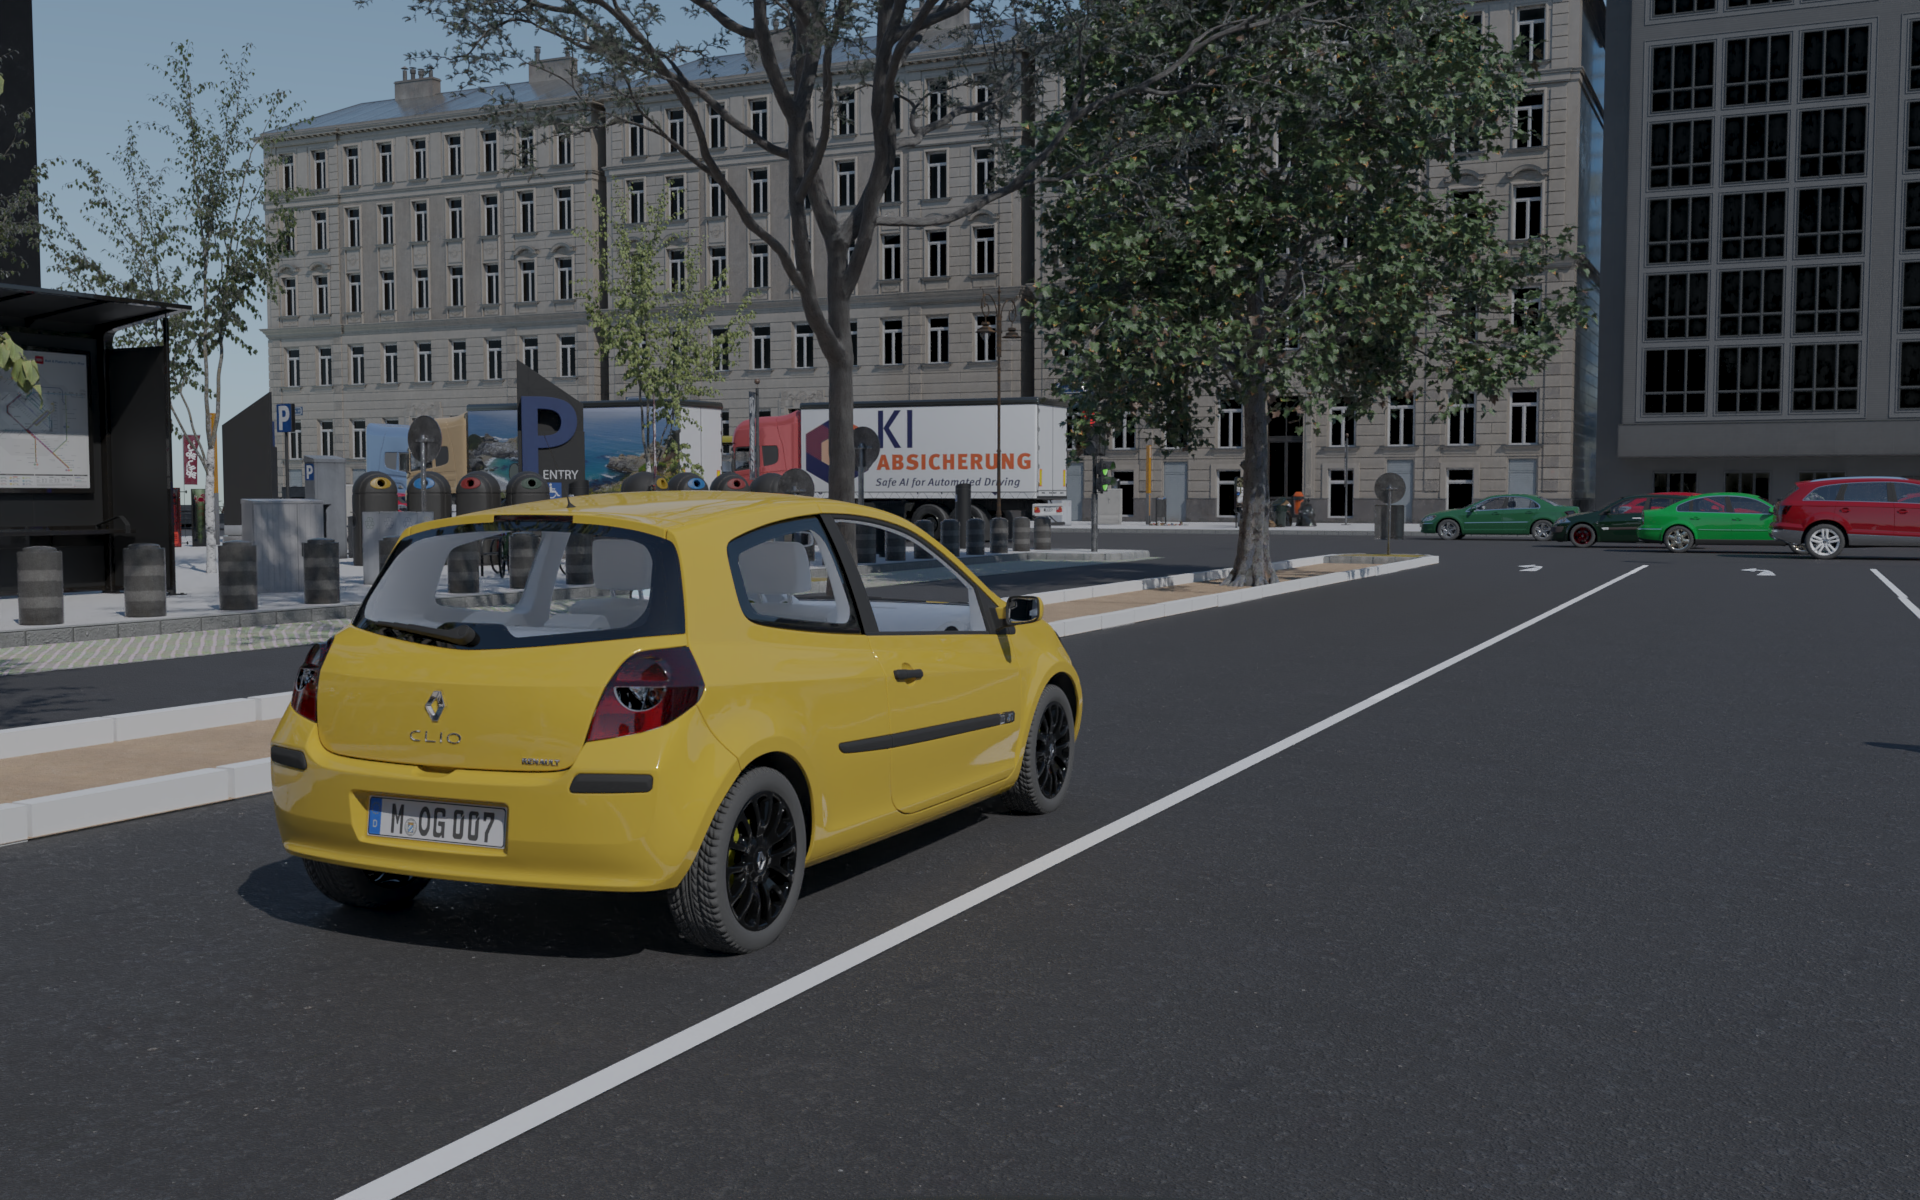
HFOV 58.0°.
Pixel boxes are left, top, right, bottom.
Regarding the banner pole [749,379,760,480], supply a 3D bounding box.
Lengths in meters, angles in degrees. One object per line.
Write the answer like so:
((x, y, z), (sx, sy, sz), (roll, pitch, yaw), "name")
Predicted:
((-4.436, -2.899, 37.413), (0.401, 3.779, 0.863), (1, 4, 10), "banner pole")

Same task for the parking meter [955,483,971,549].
((0.075, -1.967, 40.578), (0.372, 1.533, 0.369), (0, 3, 0), "parking meter")

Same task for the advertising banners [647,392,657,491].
((-5.188, -2.021, 29.233), (0.090, 3.025, 2.074), (0, 4, -7), "advertising banners")

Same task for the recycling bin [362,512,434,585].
((-7.995, -0.741, 24.670), (0.722, 1.027, 0.722), (2, 4, 27), "recycling bin")

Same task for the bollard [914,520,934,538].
((-0.720, -1.206, 34.433), (0.404, 0.777, 0.398), (0, 3, 0), "bollard")

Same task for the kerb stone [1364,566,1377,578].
((6.994, -0.467, 29.914), (0.120, 0.150, 1.000), (2, 4, 26), "kerb stone")

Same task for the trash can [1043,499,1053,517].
((3.806, -3.966, 76.504), (0.748, 1.137, 0.748), (0, 3, 0), "trash can")

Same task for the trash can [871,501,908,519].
((-1.428, -1.445, 35.282), (0.748, 1.137, 0.748), (0, 3, 0), "trash can")

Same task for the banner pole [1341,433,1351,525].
((15.962, -4.994, 71.674), (0.401, 3.779, 0.863), (0, 4, 4), "banner pole")

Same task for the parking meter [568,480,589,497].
((-6.874, -1.398, 31.263), (0.372, 1.533, 0.369), (0, 3, 0), "parking meter")

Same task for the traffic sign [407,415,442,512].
((-8.679, -1.708, 28.034), (0.768, 2.556, 0.104), (2, 4, 29), "traffic sign")

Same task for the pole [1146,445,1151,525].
((7.888, -4.809, 72.472), (0.158, 3.312, 0.155), (0, 3, 0), "pole")

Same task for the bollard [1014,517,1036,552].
((1.375, -1.474, 38.812), (0.404, 0.777, 0.398), (0, 3, 0), "bollard")

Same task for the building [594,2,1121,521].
((-5.595, -18.066, 92.636), (25.104, 27.353, 12.463), (2, 4, 26), "building")

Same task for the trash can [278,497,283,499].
((-34.404, -4.612, 87.063), (0.748, 1.137, 0.748), (0, 3, 0), "trash can")

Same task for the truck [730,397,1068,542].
((-2.355, -3.938, 53.300), (11.283, 4.237, 2.839), (2, 4, 25), "truck")

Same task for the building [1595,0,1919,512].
((39.678, -17.006, 71.558), (24.014, 27.812, 14.314), (2, 4, 26), "building")

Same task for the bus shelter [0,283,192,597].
((-11.665, -1.713, 19.298), (1.731, 3.624, 6.357), (2, 4, 26), "bus shelter")

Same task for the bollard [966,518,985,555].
((0.326, -1.339, 36.616), (0.404, 0.777, 0.398), (0, 3, 0), "bollard")

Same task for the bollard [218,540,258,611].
((-8.012, -0.275, 19.221), (0.404, 0.777, 0.398), (0, 3, 0), "bollard")

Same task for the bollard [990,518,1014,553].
((0.848, -1.406, 37.708), (0.404, 0.777, 0.398), (0, 3, 0), "bollard")

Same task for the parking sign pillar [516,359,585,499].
((-8.188, -2.828, 34.707), (1.447, 3.967, 1.447), (-1, 4, -16), "parking sign pillar")

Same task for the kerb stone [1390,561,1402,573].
((7.888, -0.585, 31.762), (0.120, 0.150, 1.000), (2, 4, 26), "kerb stone")

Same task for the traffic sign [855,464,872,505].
((-2.270, -2.397, 39.291), (0.768, 2.556, 0.104), (2, 4, 32), "traffic sign")

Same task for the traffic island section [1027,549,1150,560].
((2.974, -0.997, 38.577), (2.009, 0.180, 2.903), (2, 4, 26), "traffic island section")

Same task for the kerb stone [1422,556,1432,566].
((9.211, -0.756, 34.554), (0.120, 0.150, 1.000), (2, 4, 26), "kerb stone")

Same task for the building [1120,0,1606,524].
((16.814, -17.374, 81.327), (25.104, 27.353, 12.463), (2, 4, 26), "building")

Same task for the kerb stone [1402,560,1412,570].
((8.329, -0.640, 32.695), (0.120, 0.150, 1.000), (2, 4, 26), "kerb stone")

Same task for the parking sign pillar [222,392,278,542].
((-18.801, -3.511, 45.879), (1.447, 3.967, 1.447), (0, 4, 1), "parking sign pillar")

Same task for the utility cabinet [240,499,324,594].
((-8.857, -0.706, 22.697), (0.306, 1.237, 1.020), (3, 4, 37), "utility cabinet")

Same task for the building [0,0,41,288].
((-27.368, -12.290, 30.620), (15.834, 23.373, 12.332), (2, 4, 26), "building")

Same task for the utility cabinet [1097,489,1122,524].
((6.179, -3.904, 72.509), (1.173, 1.500, 0.318), (1, 4, 16), "utility cabinet")

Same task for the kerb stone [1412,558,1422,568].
((8.773, -0.696, 33.627), (0.120, 0.150, 1.000), (2, 4, 26), "kerb stone")

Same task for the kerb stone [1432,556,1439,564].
((9.655, -0.809, 35.485), (0.120, 0.150, 1.000), (2, 4, 26), "kerb stone")

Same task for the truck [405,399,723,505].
((-12.824, -3.996, 54.246), (11.283, 4.237, 2.839), (2, 4, 25), "truck")

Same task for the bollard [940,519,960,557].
((-0.202, -1.272, 35.517), (0.404, 0.777, 0.398), (0, 3, 0), "bollard")

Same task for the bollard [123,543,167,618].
((-8.537, -0.209, 18.140), (0.404, 0.777, 0.398), (0, 3, 0), "bollard")

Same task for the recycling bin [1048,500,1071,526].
((4.031, -3.520, 70.100), (0.722, 1.027, 0.722), (2, 4, 35), "recycling bin")

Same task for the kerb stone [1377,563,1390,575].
((7.446, -0.527, 30.836), (0.120, 0.150, 1.000), (2, 4, 26), "kerb stone")

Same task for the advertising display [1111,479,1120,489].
((6.641, -4.203, 73.935), (0.123, 1.923, 0.974), (-1, 4, -11), "advertising display")

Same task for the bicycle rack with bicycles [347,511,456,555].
((-11.393, -1.402, 36.302), (2.852, 0.926, 2.925), (-3, 4, -37), "bicycle rack with bicycles")

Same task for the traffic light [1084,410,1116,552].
((3.006, -3.028, 38.426), (0.839, 4.253, 0.868), (2, 4, 26), "traffic light")

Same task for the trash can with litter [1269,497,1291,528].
((12.131, -3.364, 66.383), (1.055, 1.170, 0.624), (-3, 4, -38), "trash can with litter")

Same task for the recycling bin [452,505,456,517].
((-12.451, -1.752, 41.202), (0.722, 1.027, 0.722), (3, 5, 41), "recycling bin")

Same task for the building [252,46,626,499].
((-28.277, -18.738, 103.636), (25.104, 27.353, 12.463), (2, 4, 26), "building")

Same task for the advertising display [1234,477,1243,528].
((10.796, -3.699, 65.699), (0.974, 1.923, 0.123), (-2, 4, -35), "advertising display")

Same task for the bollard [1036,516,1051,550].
((1.899, -1.540, 39.899), (0.404, 0.777, 0.398), (0, 3, 0), "bollard")

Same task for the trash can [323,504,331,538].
((-9.329, -0.794, 24.643), (0.748, 1.137, 0.748), (0, 3, 0), "trash can")

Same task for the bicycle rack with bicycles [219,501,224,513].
((-39.898, -4.945, 94.234), (2.852, 0.926, 2.925), (1, 4, 19), "bicycle rack with bicycles")

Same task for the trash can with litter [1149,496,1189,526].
((8.555, -3.636, 70.514), (2.233, 1.210, 1.678), (-2, 4, -33), "trash can with litter")

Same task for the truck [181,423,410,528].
((-27.160, -4.851, 69.073), (18.799, 4.110, 2.967), (2, 4, 25), "truck")

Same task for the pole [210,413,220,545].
((-18.792, -3.043, 43.604), (0.158, 3.312, 0.155), (0, 3, 0), "pole")

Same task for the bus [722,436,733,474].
((-6.990, -4.428, 63.945), (12.252, 3.916, 2.896), (2, 4, 24), "bus")

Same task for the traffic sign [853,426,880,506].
((-1.849, -1.988, 32.603), (0.768, 2.556, 0.104), (2, 4, 29), "traffic sign")

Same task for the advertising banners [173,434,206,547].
((-18.904, -2.773, 41.520), (0.090, 3.025, 2.074), (2, 4, 35), "advertising banners")

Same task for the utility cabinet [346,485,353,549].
((-13.846, -1.921, 40.084), (1.173, 1.500, 0.318), (-2, 4, -23), "utility cabinet")

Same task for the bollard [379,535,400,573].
((-6.968, -0.409, 21.400), (0.404, 0.777, 0.398), (0, 3, 0), "bollard")

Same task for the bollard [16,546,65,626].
((-9.055, -0.143, 17.054), (0.404, 0.777, 0.398), (0, 3, 0), "bollard")

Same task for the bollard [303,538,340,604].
((-7.488, -0.342, 20.316), (0.404, 0.777, 0.398), (0, 3, 0), "bollard")
